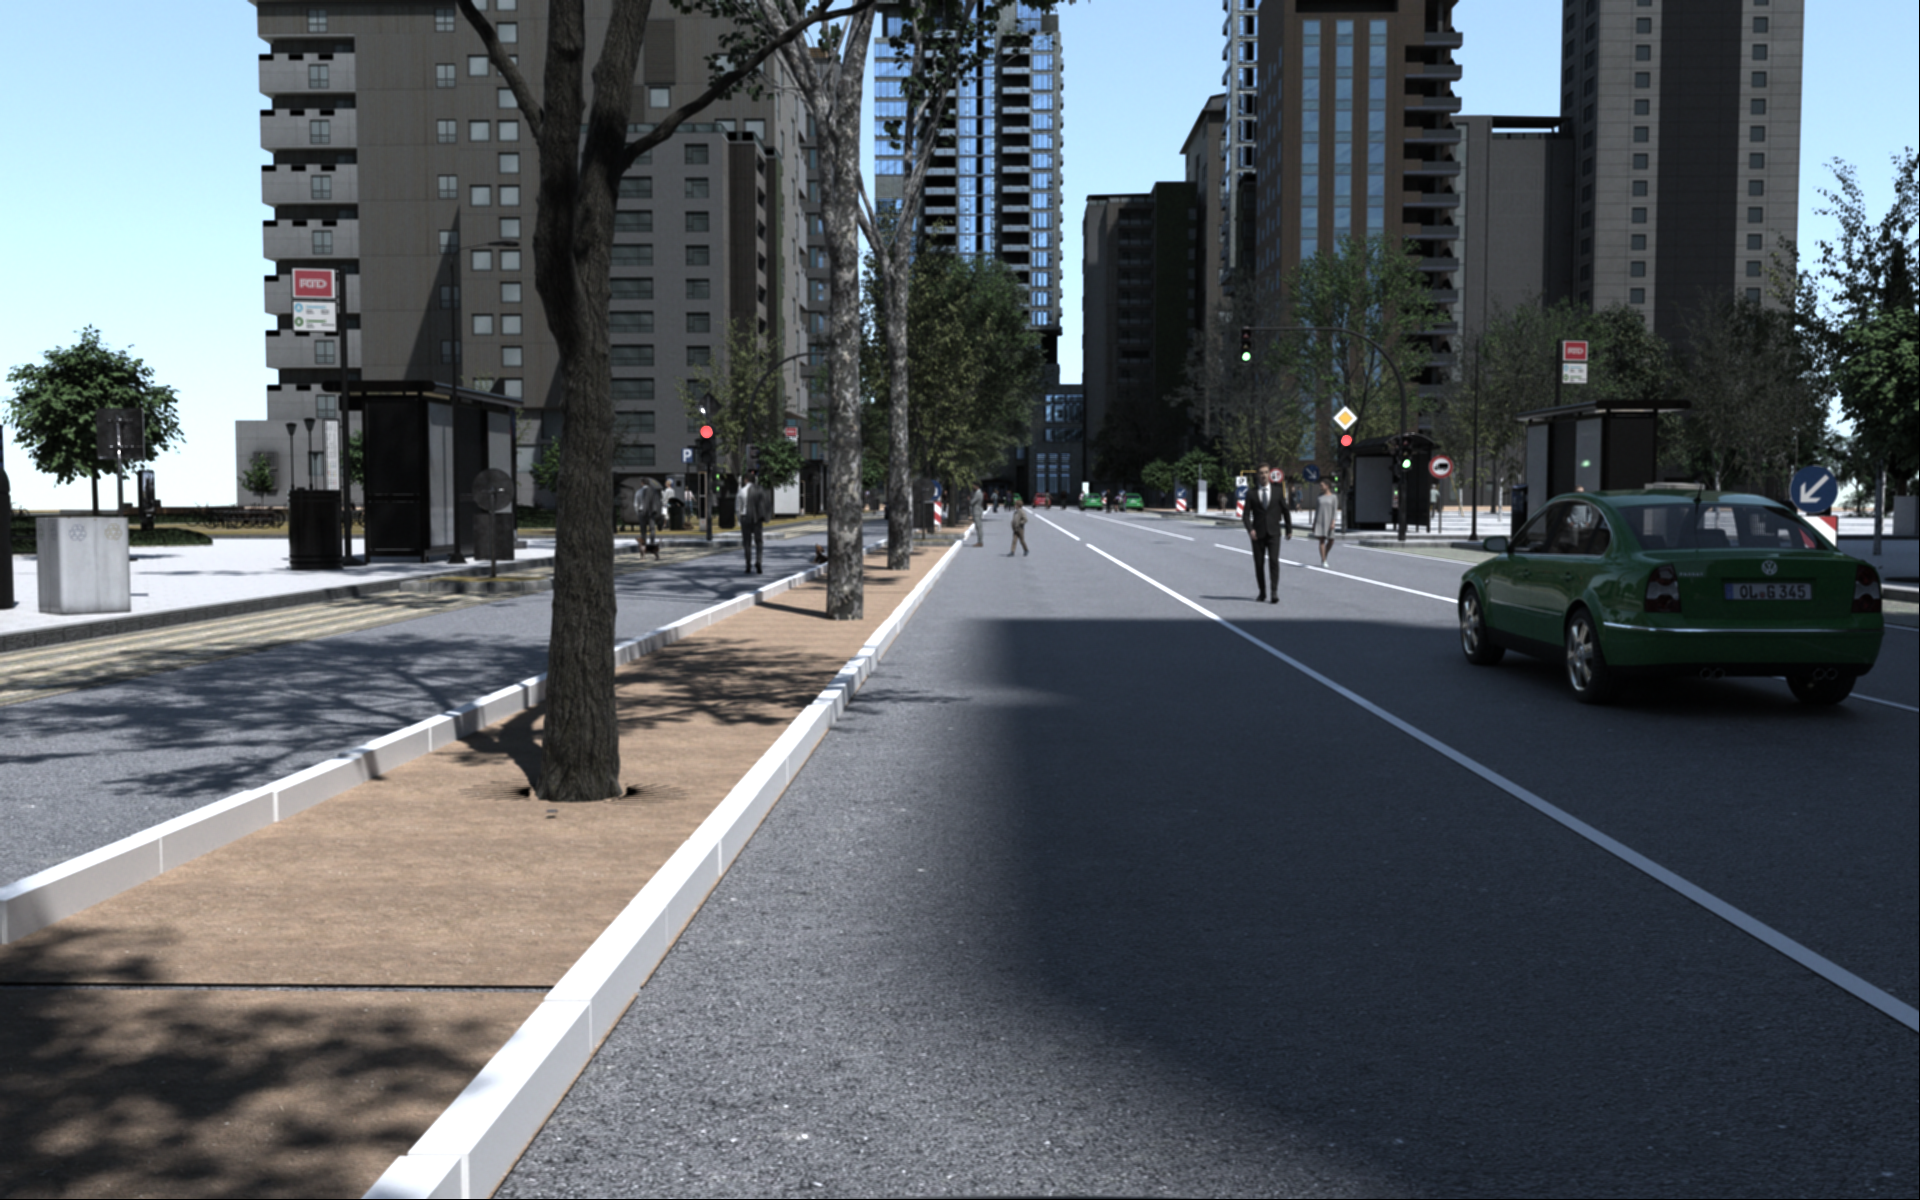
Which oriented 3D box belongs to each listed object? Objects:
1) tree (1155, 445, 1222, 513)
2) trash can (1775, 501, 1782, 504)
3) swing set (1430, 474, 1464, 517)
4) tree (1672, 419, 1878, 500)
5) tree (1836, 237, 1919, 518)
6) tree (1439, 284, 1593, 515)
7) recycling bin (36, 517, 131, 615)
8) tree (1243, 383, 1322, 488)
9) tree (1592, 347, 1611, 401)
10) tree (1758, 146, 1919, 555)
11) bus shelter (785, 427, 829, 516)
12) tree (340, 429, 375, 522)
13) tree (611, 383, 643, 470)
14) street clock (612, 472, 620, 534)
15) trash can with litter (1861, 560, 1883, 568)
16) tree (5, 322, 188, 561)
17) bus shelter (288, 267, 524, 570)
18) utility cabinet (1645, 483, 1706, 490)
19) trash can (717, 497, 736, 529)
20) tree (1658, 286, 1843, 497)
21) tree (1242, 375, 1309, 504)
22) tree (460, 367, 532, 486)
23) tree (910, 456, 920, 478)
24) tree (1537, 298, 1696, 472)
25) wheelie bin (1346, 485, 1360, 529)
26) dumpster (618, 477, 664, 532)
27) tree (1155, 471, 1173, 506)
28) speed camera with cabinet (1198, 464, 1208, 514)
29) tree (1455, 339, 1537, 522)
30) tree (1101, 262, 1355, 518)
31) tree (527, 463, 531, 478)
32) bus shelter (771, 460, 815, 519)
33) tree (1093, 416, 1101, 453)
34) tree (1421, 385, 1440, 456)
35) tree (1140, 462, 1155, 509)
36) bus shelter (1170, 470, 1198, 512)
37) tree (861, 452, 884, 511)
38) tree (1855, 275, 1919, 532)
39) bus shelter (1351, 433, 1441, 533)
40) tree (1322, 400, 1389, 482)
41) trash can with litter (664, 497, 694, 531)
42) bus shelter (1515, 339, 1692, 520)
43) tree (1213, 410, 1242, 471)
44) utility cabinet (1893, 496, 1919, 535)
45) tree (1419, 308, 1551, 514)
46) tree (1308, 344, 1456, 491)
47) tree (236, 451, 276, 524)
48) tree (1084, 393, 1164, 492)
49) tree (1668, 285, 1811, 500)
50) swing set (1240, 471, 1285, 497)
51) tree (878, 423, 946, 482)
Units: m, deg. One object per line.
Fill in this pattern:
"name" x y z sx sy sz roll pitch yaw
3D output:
"tree" 15.832 -8.052 115.367 4.285 4.588 4.351 0 3 0
"trash can" 15.625 -1.353 33.771 0.748 1.137 0.748 0 3 0
"swing set" 26.649 -6.165 98.412 2.862 2.851 3.119 -2 4 -31
"tree" 60.039 -9.575 119.462 20.602 7.101 11.467 2 4 23
"tree" 53.355 -11.379 87.870 13.155 14.587 18.604 -3 5 -43
"tree" 19.162 -6.708 60.037 4.360 8.622 3.978 0 3 0
"recycling bin" -9.505 -0.381 18.781 0.722 1.027 0.722 3 5 42
"tree" 20.677 -9.927 112.666 4.360 8.622 3.978 0 3 0
"tree" 23.380 -7.231 68.596 4.360 8.622 3.978 0 3 0
"tree" 19.139 -5.262 36.394 4.737 8.622 4.395 0 3 0
"bus shelter" -9.306 -7.871 106.326 2.179 5.291 8.768 0 4 1
"tree" -26.766 -5.826 78.964 4.285 4.588 4.351 0 3 0
"tree" -22.911 -9.890 112.067 4.360 8.622 3.978 0 3 0
"street clock" -11.230 -3.149 56.053 0.358 2.002 0.471 -3 5 -44
"trash can with litter" 15.065 -1.137 29.655 2.233 1.210 1.678 -2 4 -24
"tree" -16.656 -3.019 33.082 4.285 4.588 4.351 0 3 0
"bus shelter" -10.670 -3.409 33.368 2.179 5.291 8.768 0 4 1
"utility cabinet" 15.338 -1.744 37.193 1.173 1.500 0.318 2 4 35
"trash can" -8.623 -3.205 64.054 0.748 1.137 0.748 0 3 0
"tree" 35.829 -8.767 77.745 8.767 10.594 7.601 -3 4 -38
"tree" 19.748 -9.424 104.449 4.737 8.622 4.395 0 3 0
"tree" -27.025 -9.160 100.135 4.737 8.622 4.395 0 3 0
"tree" -5.995 -14.719 191.018 4.360 8.622 3.978 0 3 0
"tree" 38.504 -11.295 101.680 9.611 12.733 9.660 0 3 0
"wheelie bin" 14.520 -3.397 63.454 0.693 1.594 0.980 -2 4 -33
"dumpster" -10.883 -3.258 59.034 1.264 1.857 1.865 0 4 1
"tree" 17.730 -9.343 147.353 1.663 3.219 1.824 0 3 0
"speed camera with cabinet" 15.609 -7.160 111.409 0.660 3.252 2.038 1 4 9
"tree" 25.027 -7.957 80.459 4.737 8.622 4.395 0 3 0
"tree" 15.979 -11.139 92.491 12.009 13.543 11.850 0 3 0
"tree" -13.402 -3.808 56.869 1.663 3.219 1.824 0 3 0
"bus shelter" -9.037 -6.050 92.836 2.014 3.302 5.546 0 4 1
"tree" 17.901 -15.679 166.726 12.009 13.543 11.850 0 3 0
"tree" 30.100 -9.441 104.730 4.360 8.622 3.978 0 3 0
"tree" 17.385 -10.250 151.299 4.285 4.588 4.351 0 3 0
"bus shelter" 16.254 -7.919 123.402 2.014 3.302 5.546 0 4 1
"tree" -7.426 -9.175 133.730 4.285 4.588 4.351 0 3 0
"tree" 31.777 -6.657 59.198 4.360 8.622 3.978 0 3 0
"bus shelter" 14.882 -4.030 59.808 2.014 3.302 5.546 0 4 1
"tree" 28.261 -10.544 122.757 4.360 8.622 3.978 0 3 0
"trash can with litter" -9.876 -3.030 60.928 0.624 1.170 1.055 2 4 29
"bus shelter" 15.241 -3.979 42.686 2.179 5.291 8.768 0 4 1
"tree" 20.422 -10.622 124.037 4.737 8.622 4.395 0 3 0
"utility cabinet" 29.790 -2.645 54.399 0.306 1.237 1.020 -1 4 -10
"tree" 35.234 -12.431 113.617 12.009 13.543 11.850 0 3 0
"tree" 19.594 -7.971 80.684 4.737 8.622 4.395 0 3 0
"tree" -30.275 -4.935 75.293 1.663 3.219 1.824 0 3 0
"tree" 18.692 -17.065 196.023 9.611 12.733 9.660 0 3 0
"tree" 26.655 -6.737 60.504 4.360 8.622 3.978 0 3 0
"swing set" 20.668 -7.357 117.901 3.119 2.851 2.862 0 4 1
"tree" -6.208 -17.559 204.102 9.611 12.733 9.660 0 3 0
